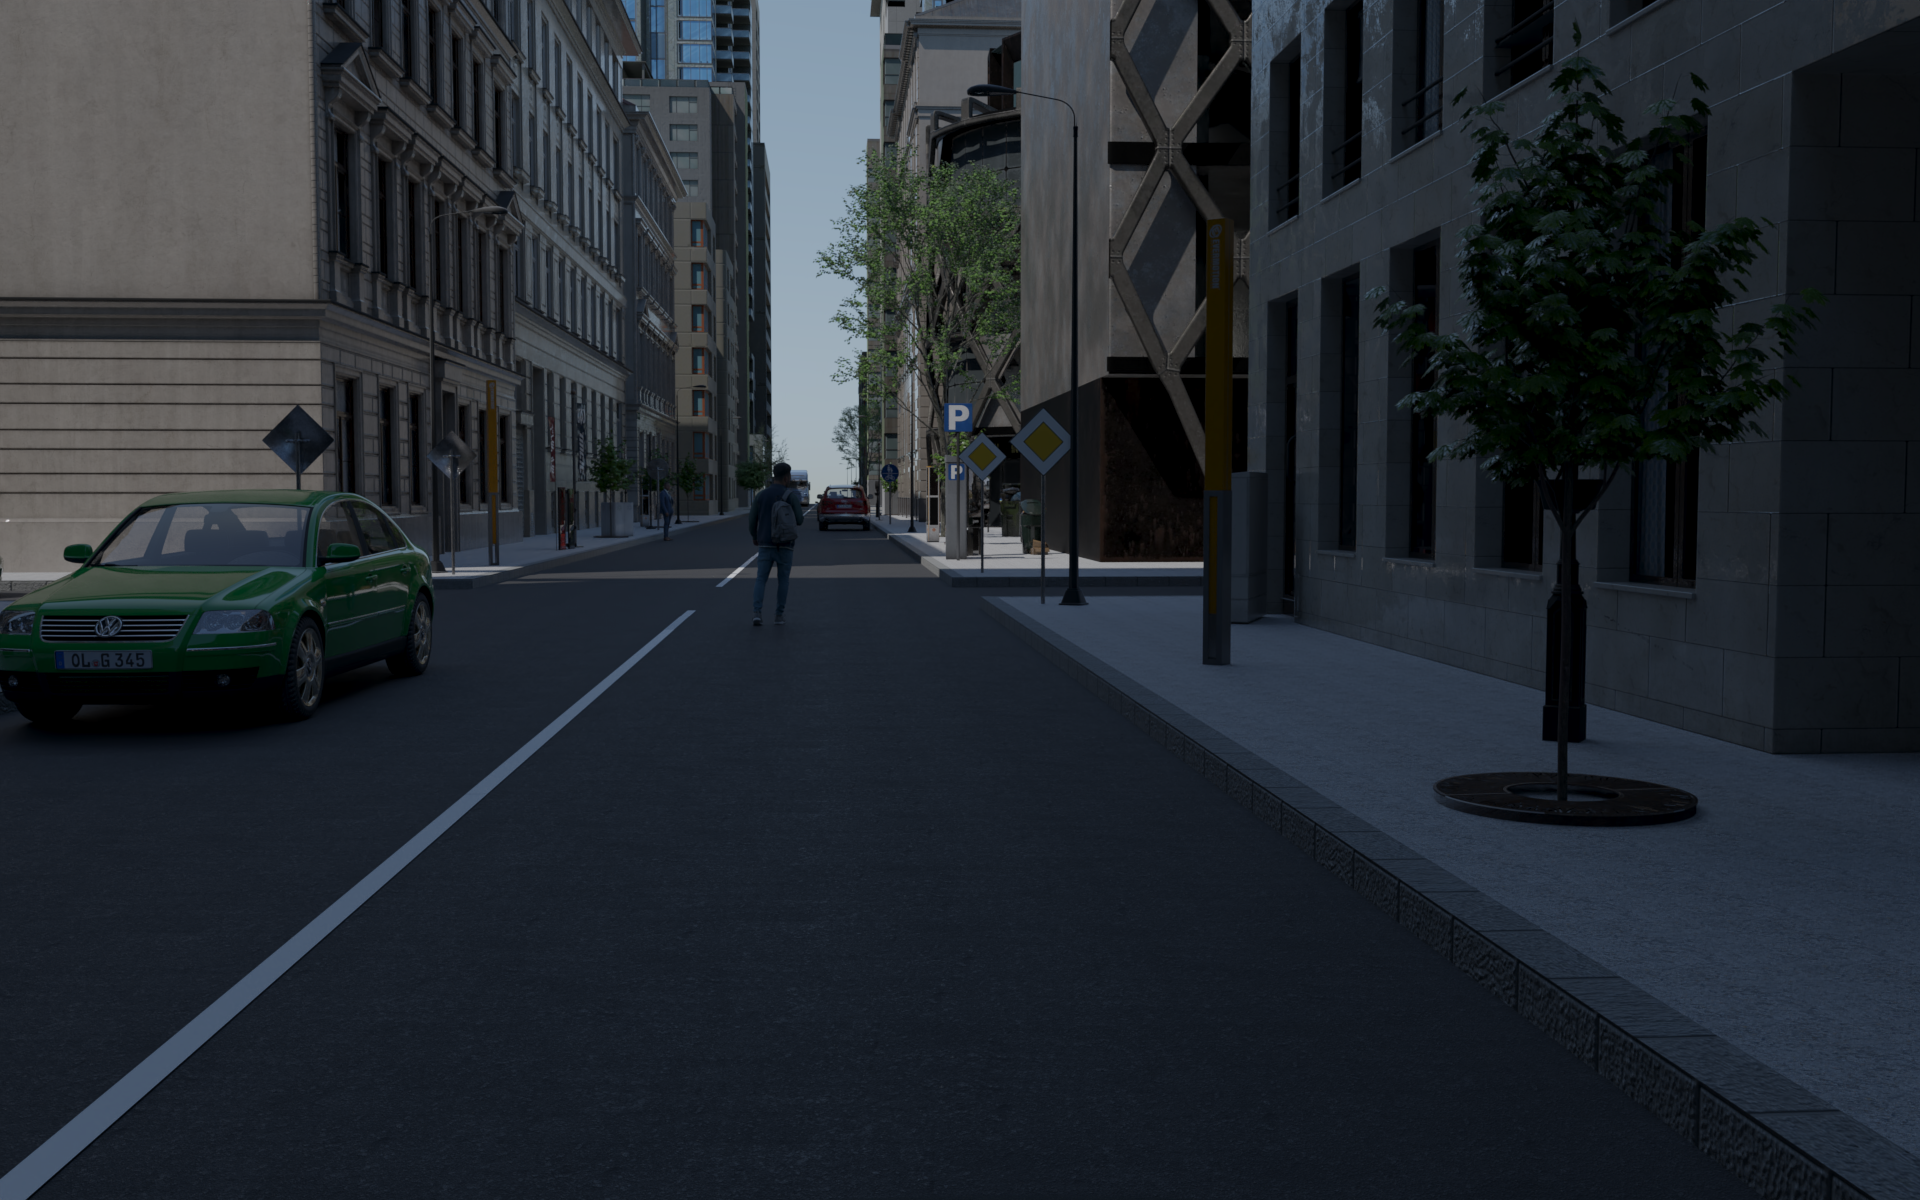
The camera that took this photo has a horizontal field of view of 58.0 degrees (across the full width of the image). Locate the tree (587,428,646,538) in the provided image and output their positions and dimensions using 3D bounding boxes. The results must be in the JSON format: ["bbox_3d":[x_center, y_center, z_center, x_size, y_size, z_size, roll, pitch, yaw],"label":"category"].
[{"bbox_3d":[-10.238,-3.439,50.834,1.663,3.219,1.824,0,3,0],"label":"tree"}]

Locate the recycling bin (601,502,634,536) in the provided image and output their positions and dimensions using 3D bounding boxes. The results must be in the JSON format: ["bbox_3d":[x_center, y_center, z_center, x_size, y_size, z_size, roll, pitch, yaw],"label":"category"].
[{"bbox_3d":[-10.411,-2.449,52.601,0.722,1.027,0.722,3,5,42],"label":"recycling bin"}]

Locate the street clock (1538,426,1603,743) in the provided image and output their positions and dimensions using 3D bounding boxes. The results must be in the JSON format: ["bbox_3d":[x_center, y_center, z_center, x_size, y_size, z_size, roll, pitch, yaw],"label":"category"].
[{"bbox_3d":[3.153,-0.270,8.978,0.358,2.002,0.471,2,4,30],"label":"street clock"}]

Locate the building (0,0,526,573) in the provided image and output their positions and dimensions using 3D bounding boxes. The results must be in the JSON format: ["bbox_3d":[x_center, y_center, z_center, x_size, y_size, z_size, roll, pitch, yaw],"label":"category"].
[{"bbox_3d":[-15.789,-10.528,36.754,10.561,19.102,19.286,0,4,-4],"label":"building"}]

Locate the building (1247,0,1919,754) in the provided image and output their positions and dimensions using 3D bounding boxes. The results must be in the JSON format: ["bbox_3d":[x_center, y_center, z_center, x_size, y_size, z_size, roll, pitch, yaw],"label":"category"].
[{"bbox_3d":[8.995,-9.537,10.678,10.420,20.320,16.860,0,4,-4],"label":"building"}]

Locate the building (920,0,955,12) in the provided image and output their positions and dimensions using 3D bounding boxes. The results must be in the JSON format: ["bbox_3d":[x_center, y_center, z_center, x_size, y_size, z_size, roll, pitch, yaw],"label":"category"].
[{"bbox_3d":[5.745,-50.258,134.389,22.319,86.520,31.000,0,4,-4],"label":"building"}]

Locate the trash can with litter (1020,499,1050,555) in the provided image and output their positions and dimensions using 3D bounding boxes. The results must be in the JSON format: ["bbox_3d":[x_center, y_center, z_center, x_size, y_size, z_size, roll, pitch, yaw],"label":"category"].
[{"bbox_3d":[1.669,-1.558,36.855,0.624,1.170,1.055,-1,4,-16],"label":"trash can with litter"}]

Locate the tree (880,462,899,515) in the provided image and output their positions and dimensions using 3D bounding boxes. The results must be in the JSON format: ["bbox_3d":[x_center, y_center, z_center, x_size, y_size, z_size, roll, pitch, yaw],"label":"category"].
[{"bbox_3d":[-4.221,-6.745,104.884,1.663,3.219,1.824,0,3,0],"label":"tree"}]

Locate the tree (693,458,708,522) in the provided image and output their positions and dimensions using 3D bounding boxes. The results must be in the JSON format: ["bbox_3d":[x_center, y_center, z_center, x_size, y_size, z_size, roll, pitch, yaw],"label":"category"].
[{"bbox_3d":[-12.254,-5.150,78.802,1.663,3.219,1.824,0,3,0],"label":"tree"}]

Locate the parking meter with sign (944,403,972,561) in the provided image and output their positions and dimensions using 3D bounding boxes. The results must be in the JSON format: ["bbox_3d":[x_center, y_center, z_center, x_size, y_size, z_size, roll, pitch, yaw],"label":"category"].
[{"bbox_3d":[-0.054,-2.317,34.138,0.543,3.016,1.738,0,4,-1],"label":"parking meter with sign"}]

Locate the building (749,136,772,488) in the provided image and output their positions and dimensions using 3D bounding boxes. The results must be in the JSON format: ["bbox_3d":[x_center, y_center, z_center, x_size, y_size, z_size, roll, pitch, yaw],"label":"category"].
[{"bbox_3d":[-35.752,-36.880,226.694,21.300,48.544,21.600,0,4,-4],"label":"building"}]

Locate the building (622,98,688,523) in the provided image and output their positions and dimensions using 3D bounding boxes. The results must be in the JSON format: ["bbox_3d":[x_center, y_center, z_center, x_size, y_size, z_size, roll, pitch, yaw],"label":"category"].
[{"bbox_3d":[-20.252,-15.324,86.711,11.583,22.565,21.152,0,4,-4],"label":"building"}]

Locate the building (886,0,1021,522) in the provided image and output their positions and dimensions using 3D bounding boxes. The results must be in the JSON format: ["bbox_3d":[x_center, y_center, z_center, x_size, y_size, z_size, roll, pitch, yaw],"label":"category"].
[{"bbox_3d":[2.821,-17.936,90.521,12.463,27.353,25.104,0,4,-4],"label":"building"}]

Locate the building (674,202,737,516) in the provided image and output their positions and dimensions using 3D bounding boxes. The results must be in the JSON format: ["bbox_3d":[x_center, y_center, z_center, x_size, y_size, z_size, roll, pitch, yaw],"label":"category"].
[{"bbox_3d":[-29.888,-16.587,116.243,27.650,21.520,28.899,0,4,-4],"label":"building"}]

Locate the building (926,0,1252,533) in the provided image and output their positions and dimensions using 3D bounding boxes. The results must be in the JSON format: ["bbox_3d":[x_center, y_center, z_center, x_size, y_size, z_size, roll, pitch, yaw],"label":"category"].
[{"bbox_3d":[6.975,-12.382,69.890,16.820,18.784,16.811,0,4,-4],"label":"building"}]

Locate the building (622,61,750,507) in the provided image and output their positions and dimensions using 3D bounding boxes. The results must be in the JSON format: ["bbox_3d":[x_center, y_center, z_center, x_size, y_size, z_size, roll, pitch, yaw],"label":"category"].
[{"bbox_3d":[-27.676,-29.542,166.609,14.154,41.232,14.086,0,4,-4],"label":"building"}]

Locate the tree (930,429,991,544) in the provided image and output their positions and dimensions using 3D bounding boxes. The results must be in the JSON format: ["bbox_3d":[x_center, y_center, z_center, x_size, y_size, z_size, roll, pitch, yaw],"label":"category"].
[{"bbox_3d":[-0.026,-3.034,44.209,1.663,3.219,1.824,0,3,0],"label":"tree"}]

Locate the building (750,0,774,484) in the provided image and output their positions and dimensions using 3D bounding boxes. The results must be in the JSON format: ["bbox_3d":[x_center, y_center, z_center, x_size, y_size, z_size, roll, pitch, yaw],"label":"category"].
[{"bbox_3d":[-36.596,-49.492,247.445,20.563,71.187,20.611,0,4,-4],"label":"building"}]

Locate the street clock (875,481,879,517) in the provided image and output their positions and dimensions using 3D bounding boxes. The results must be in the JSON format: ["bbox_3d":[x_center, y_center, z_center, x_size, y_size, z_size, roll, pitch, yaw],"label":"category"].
[{"bbox_3d":[-4.538,-5.542,95.176,0.358,2.002,0.471,0,4,2],"label":"street clock"}]

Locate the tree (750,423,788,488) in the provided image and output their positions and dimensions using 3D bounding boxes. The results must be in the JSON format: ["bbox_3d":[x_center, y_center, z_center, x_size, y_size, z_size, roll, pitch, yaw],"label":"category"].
[{"bbox_3d":[-19.781,-13.946,178.383,4.360,8.622,3.978,0,3,0],"label":"tree"}]

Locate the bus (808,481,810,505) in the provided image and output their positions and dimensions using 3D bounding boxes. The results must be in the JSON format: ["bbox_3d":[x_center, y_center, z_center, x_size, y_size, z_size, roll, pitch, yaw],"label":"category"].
[{"bbox_3d":[-20.371,-13.739,219.484,2.948,3.499,13.247,0,4,-4],"label":"bus"}]

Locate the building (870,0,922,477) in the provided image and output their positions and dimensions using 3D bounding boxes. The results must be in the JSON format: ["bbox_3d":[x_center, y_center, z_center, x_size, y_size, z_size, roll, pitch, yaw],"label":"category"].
[{"bbox_3d":[6.208,-35.198,164.732,28.713,52.752,27.495,0,4,-4],"label":"building"}]

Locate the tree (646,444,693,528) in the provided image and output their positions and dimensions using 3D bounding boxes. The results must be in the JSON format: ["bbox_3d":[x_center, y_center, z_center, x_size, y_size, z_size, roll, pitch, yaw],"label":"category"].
[{"bbox_3d":[-11.430,-4.377,66.164,1.663,3.219,1.824,0,3,0],"label":"tree"}]

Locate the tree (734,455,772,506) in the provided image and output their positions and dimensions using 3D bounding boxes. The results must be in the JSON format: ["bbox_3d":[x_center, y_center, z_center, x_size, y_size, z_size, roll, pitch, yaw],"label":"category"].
[{"bbox_3d":[-17.444,-9.894,145.481,4.285,4.588,4.351,0,3,0],"label":"tree"}]

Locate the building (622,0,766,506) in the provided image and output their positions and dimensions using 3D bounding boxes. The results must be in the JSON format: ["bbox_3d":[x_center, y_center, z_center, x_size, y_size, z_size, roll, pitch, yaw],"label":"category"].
[{"bbox_3d":[-33.597,-54.232,199.372,22.319,86.520,31.000,0,4,-4],"label":"building"}]

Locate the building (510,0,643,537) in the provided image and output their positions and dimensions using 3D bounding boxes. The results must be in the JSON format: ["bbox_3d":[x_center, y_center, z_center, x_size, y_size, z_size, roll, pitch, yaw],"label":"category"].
[{"bbox_3d":[-20.814,-13.929,61.027,16.112,22.955,30.059,0,4,-4],"label":"building"}]

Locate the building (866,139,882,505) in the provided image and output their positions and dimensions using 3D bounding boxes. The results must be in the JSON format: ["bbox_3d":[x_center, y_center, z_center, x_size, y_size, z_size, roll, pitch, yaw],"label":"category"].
[{"bbox_3d":[-3.911,-31.744,202.616,14.154,41.232,14.086,0,4,-4],"label":"building"}]

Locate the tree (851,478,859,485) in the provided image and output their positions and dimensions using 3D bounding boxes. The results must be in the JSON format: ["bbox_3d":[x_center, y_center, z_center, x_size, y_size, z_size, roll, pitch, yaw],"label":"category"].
[{"bbox_3d":[-12.416,-12.894,205.412,1.663,3.219,1.824,0,3,0],"label":"tree"}]

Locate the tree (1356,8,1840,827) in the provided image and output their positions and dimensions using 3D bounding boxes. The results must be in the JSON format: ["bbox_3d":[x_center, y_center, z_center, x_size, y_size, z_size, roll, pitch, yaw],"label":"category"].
[{"bbox_3d":[2.369,-0.760,7.034,1.663,3.219,1.824,0,3,0],"label":"tree"}]

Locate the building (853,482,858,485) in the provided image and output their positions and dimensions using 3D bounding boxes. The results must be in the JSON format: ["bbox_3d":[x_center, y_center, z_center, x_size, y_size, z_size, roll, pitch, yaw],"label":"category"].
[{"bbox_3d":[0.643,-34.211,251.230,32.217,40.220,23.993,0,4,-4],"label":"building"}]

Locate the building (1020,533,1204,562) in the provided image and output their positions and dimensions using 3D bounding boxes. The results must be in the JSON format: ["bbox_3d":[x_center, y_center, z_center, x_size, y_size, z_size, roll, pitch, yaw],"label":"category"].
[{"bbox_3d":[10.569,-10.410,37.657,16.811,18.784,16.820,0,4,-4],"label":"building"}]

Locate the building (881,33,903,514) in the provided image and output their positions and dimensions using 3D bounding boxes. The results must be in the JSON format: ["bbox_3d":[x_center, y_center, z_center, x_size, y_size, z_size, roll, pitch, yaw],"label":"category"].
[{"bbox_3d":[1.838,-20.879,113.079,14.160,30.474,14.107,0,4,-4],"label":"building"}]

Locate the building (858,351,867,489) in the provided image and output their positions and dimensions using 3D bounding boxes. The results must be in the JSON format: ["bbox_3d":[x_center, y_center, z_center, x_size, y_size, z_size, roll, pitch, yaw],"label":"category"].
[{"bbox_3d":[0.847,-23.260,225.344,27.650,21.520,28.899,0,4,-4],"label":"building"}]

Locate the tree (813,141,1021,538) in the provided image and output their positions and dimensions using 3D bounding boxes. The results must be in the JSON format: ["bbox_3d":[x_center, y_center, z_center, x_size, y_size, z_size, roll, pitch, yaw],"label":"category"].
[{"bbox_3d":[-0.505,-7.689,51.476,9.928,11.665,9.643,0,3,0],"label":"tree"}]
